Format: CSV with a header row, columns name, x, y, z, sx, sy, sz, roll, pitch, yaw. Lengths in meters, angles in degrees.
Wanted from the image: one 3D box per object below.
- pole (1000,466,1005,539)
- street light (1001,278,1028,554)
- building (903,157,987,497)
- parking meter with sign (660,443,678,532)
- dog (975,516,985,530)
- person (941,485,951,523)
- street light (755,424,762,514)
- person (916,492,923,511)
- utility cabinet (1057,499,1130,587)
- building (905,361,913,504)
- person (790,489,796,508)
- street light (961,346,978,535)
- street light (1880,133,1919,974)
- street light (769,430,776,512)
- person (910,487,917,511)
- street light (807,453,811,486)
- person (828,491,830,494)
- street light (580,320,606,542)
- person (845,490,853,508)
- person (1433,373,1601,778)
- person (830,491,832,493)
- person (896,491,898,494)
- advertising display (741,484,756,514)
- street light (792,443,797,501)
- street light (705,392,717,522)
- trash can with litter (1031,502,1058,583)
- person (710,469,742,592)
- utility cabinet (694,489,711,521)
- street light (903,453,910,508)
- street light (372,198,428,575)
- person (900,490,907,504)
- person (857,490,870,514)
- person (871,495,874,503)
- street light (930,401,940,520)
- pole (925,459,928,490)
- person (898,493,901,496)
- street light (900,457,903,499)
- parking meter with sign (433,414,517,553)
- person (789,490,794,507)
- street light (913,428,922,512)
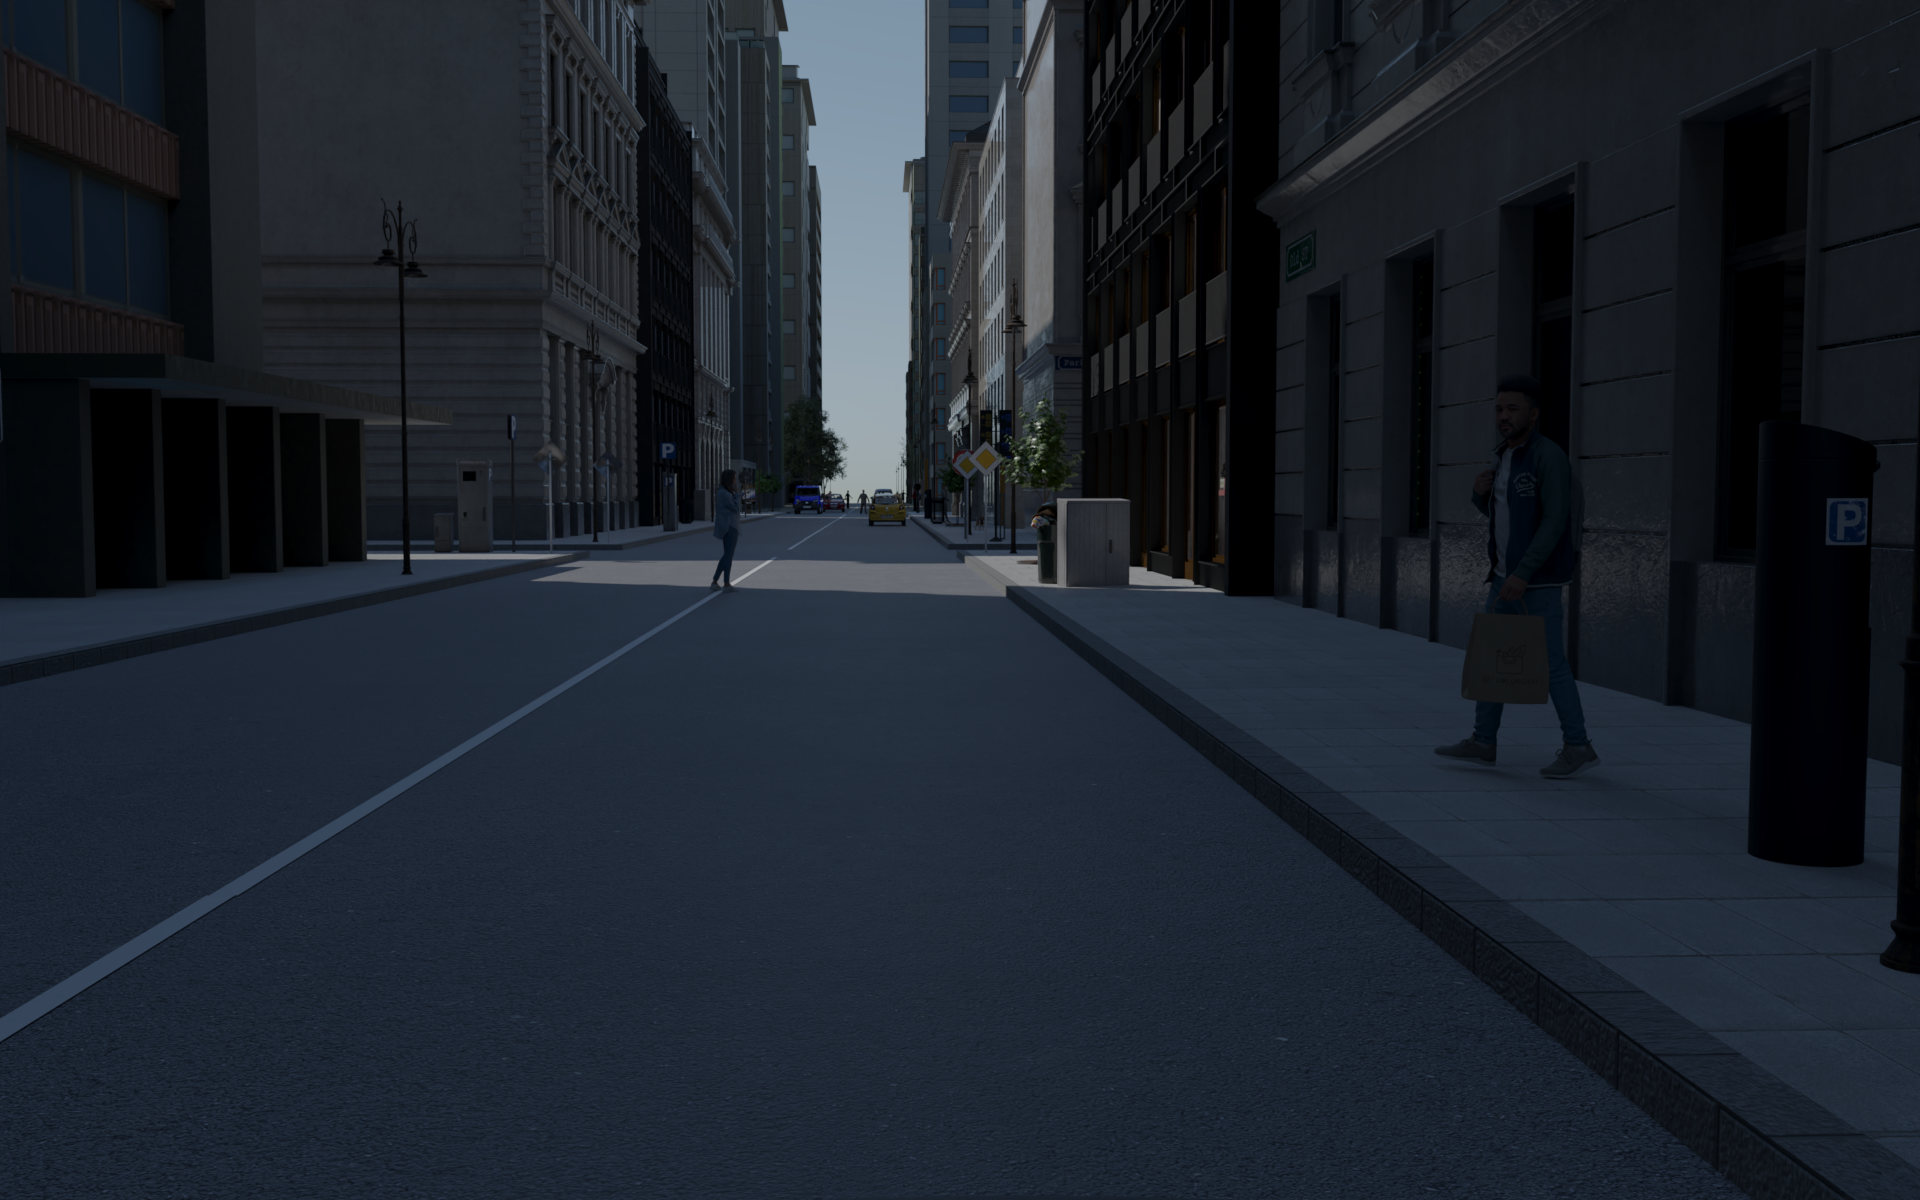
name,x,y,z,sx,sy,sz,roll,pitch,yaw
pole,1.201,-3.371,48.957,0.158,3.312,0.155,0,3,0
street light,1.152,-3.940,37.201,0.468,5.910,1.993,0,4,-3
building,5.749,-41.430,266.619,28.713,52.752,27.495,0,4,-3
parking meter with sign,-9.972,-3.875,59.623,0.543,3.016,1.738,0,4,-5
dog,0.697,-2.718,61.273,0.406,0.507,0.540,-1,4,-12
person,-0.590,-4.320,76.955,0.573,1.790,0.520,-1,4,-20
street light,-12.881,-8.465,111.192,0.468,5.910,1.993,0,4,-3
person,-3.002,-7.601,130.193,0.599,1.838,0.709,0,4,-1
utility cabinet,1.871,-0.796,24.170,1.020,1.237,0.306,-2,4,-26
building,6.525,-24.121,239.422,27.650,21.520,28.899,0,4,-3
person,-15.596,-9.553,162.960,0.721,1.735,1.217,-3,4,-39
street light,0.303,-4.980,54.216,0.468,5.910,1.993,0,4,-3
street light,2.599,-1.941,4.524,0.468,5.910,1.993,0,4,-3
street light,-13.294,-9.165,122.632,0.468,5.910,1.993,0,4,-3
person,-3.411,-7.517,128.883,0.705,1.831,1.348,1,4,16
street light,-16.389,-13.188,188.404,0.468,5.910,1.993,0,4,-3
person,-19.925,-15.797,264.851,0.617,1.759,0.750,0,4,6
street light,-9.740,-4.484,46.095,0.468,5.910,1.993,0,4,-3
person,-11.135,-10.026,172.568,0.705,1.807,1.348,-3,4,-38
person,2.546,-0.110,7.827,0.713,1.824,0.794,0,4,8
person,-13.755,-10.679,183.806,1.217,1.736,0.721,1,4,23
person,-9.434,-15.588,261.635,1.217,1.736,0.721,-2,4,-26
advertising display,-13.628,-6.502,111.526,0.974,1.923,0.123,-2,4,-28
street light,-14.828,-11.170,155.419,0.468,5.910,1.993,0,4,-3
street light,-11.290,-6.485,78.823,0.468,5.910,1.993,0,4,-3
trash can with litter,1.285,-0.839,25.101,0.624,1.170,1.055,0,4,-4
person,-3.424,-1.013,25.324,0.793,1.790,0.793,3,5,40
utility cabinet,-12.223,-4.487,82.040,0.318,1.500,1.173,-2,4,-35
street light,-4.929,-11.722,164.437,0.468,5.910,1.993,0,4,-3
street light,-8.815,-3.342,27.431,0.468,5.910,1.993,0,4,-3
person,-7.139,-12.924,217.356,1.348,1.824,0.705,-1,4,-22
person,-6.881,-7.001,123.525,0.990,1.755,0.434,1,4,22
person,-7.167,-8.118,144.421,0.628,1.438,0.799,-1,4,-21
street light,-1.274,-6.960,86.586,0.468,5.910,1.993,0,4,-3
pole,-1.965,-6.515,100.368,0.158,3.312,0.155,0,3,0
person,-7.786,-13.103,223.466,0.628,1.438,0.799,-1,4,-18
street light,-6.418,-13.702,196.816,0.468,5.910,1.993,0,4,-3
parking meter with sign,-10.657,-2.555,38.029,1.738,3.016,0.543,0,4,-3
person,-16.254,-9.970,169.764,1.217,1.735,0.721,-1,4,-16
street light,-2.877,-9.045,120.672,0.468,5.910,1.993,0,4,-3
